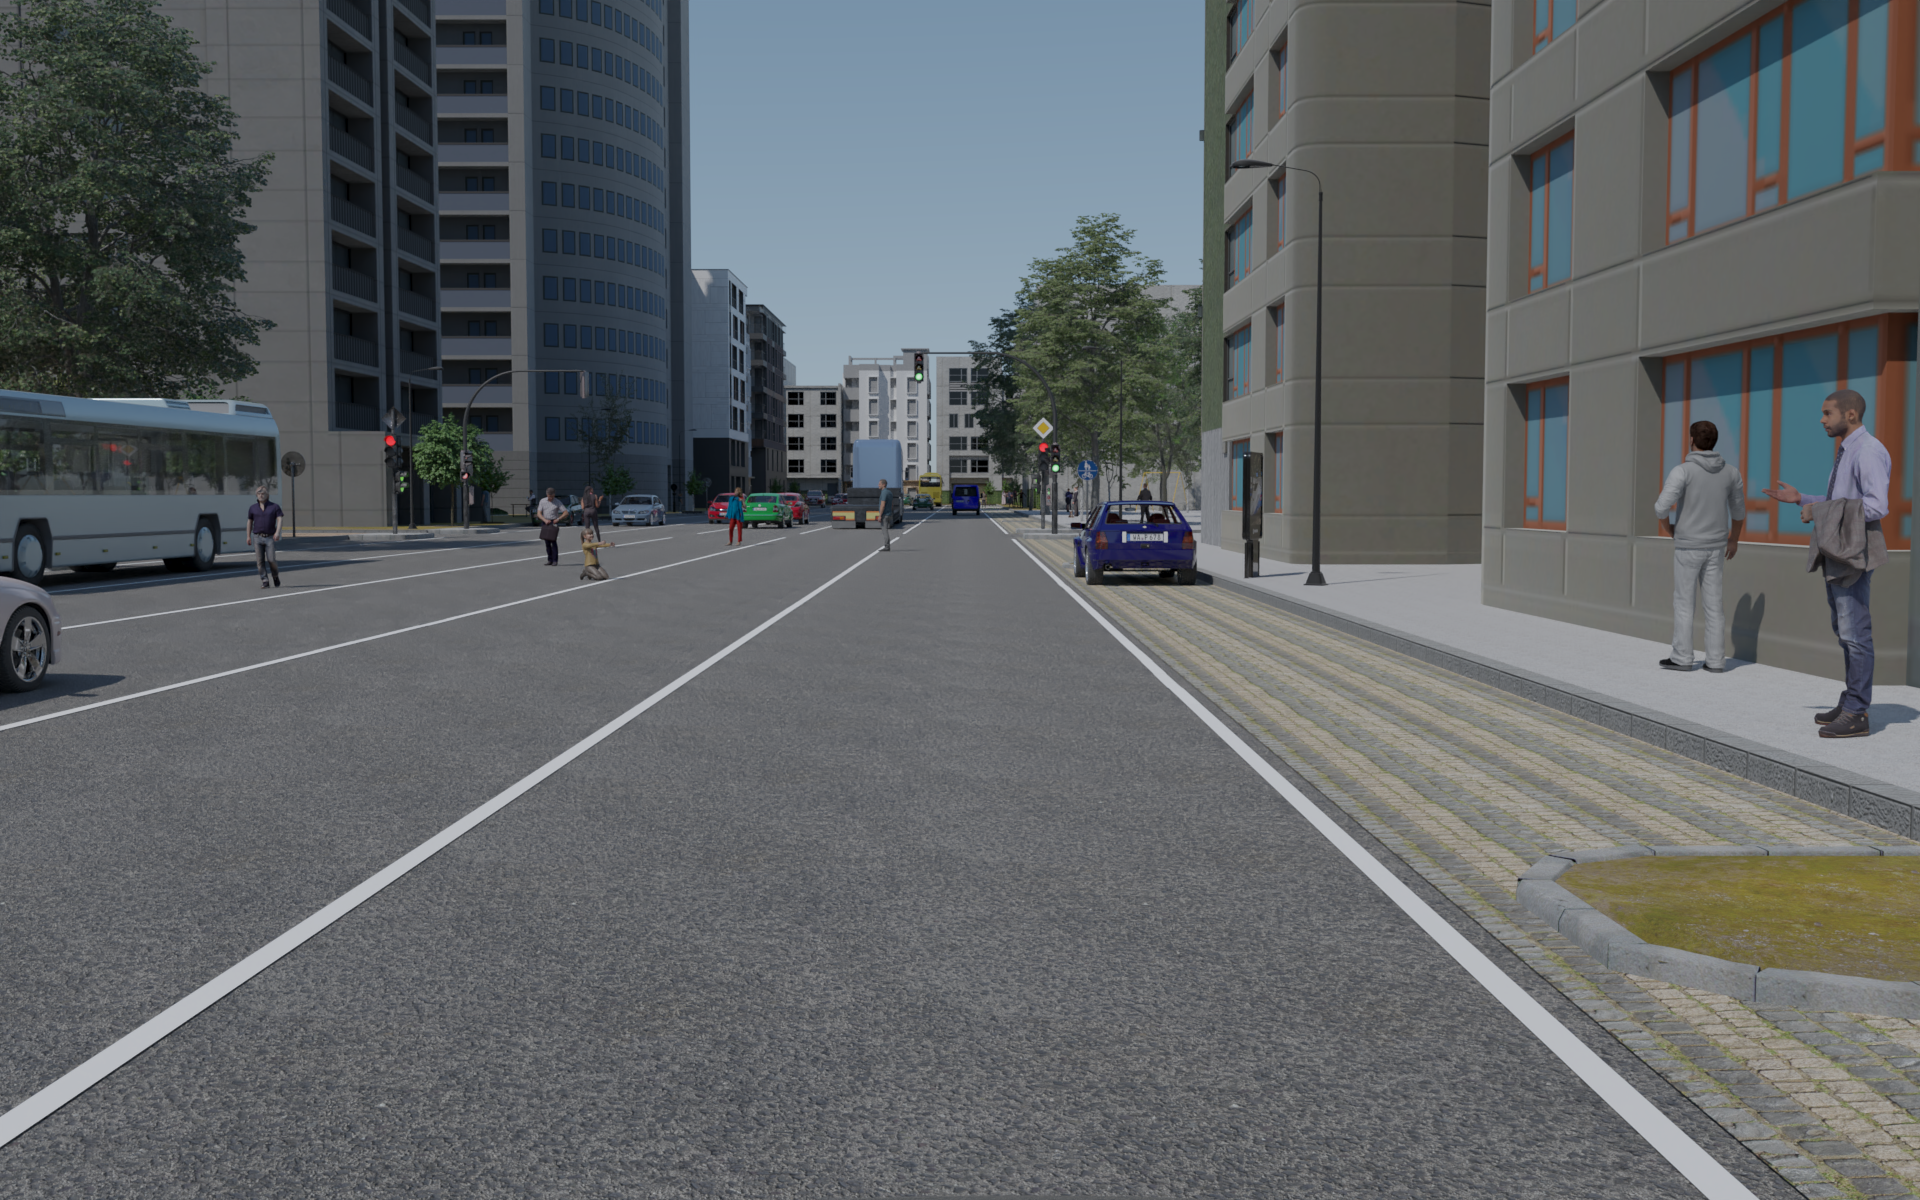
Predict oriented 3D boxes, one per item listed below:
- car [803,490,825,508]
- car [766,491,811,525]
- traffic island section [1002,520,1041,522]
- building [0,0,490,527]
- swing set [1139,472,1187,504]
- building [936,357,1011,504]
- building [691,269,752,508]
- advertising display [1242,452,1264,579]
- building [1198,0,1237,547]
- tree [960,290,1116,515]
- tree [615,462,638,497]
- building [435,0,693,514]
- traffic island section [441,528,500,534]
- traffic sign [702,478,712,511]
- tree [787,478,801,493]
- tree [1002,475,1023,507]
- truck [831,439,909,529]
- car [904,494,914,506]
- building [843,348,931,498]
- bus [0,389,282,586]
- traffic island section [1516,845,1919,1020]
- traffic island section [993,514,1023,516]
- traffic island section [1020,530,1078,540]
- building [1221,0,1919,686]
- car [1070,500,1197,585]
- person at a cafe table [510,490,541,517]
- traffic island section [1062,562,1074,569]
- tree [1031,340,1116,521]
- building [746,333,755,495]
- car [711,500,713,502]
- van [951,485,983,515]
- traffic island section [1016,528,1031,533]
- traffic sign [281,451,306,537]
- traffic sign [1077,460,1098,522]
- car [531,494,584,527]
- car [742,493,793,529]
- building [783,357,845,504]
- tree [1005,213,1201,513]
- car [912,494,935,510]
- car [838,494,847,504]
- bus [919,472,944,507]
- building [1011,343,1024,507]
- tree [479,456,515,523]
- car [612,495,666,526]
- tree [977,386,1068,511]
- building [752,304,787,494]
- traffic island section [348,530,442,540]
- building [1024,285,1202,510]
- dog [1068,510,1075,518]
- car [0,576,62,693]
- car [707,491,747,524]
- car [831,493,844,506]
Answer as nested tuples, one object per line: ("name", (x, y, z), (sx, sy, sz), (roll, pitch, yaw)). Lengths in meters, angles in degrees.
("car", (-15.080, -10.469, 179.835), (2.281, 1.827, 5.304), (0, 4, -2))
("car", (-8.175, -4.475, 82.211), (2.155, 1.783, 4.494), (0, 3, 0))
("traffic island section", (3.128, -3.996, 88.207), (1.991, 0.108, 1.994), (0, 3, 0))
("building", (-32.591, -38.998, 75.869), (20.563, 71.187, 20.611), (0, 3, 0))
("swing set", (14.414, -7.754, 124.394), (3.119, 2.851, 2.862), (2, 4, 34))
("building", (12.714, -22.295, 230.988), (31.486, 18.905, 16.747), (0, 3, 0))
("building", (-34.921, -19.036, 155.219), (27.936, 21.610, 32.646), (0, 3, 0))
("advertising display", (4.510, -1.313, 26.684), (0.123, 1.923, 0.974), (1, 4, 21))
("building", (13.360, -16.820, 46.711), (14.160, 30.474, 14.107), (0, 3, 0))
("tree", (5.113, -12.164, 105.537), (9.857, 13.997, 8.962), (0, 3, 0))
("tree", (-20.557, -6.829, 106.250), (1.663, 3.219, 1.824), (0, 3, 0))
("building", (-31.674, -35.461, 121.785), (21.231, 58.520, 28.212), (0, 3, 0))
("traffic island section", (-18.134, -2.527, 63.594), (2.009, 0.180, 2.903), (0, 3, 0))
("traffic sign", (-19.668, -8.216, 134.434), (0.768, 2.556, 0.104), (0, 4, 4))
("tree", (-20.025, -13.084, 208.519), (1.663, 3.219, 1.824), (0, 3, 0))
("tree", (5.235, -10.591, 167.759), (1.663, 3.219, 1.824), (0, 3, 0))
("truck", (-4.060, -5.486, 79.457), (2.967, 4.110, 18.799), (0, 4, 0))
("car", (-6.646, -12.039, 208.628), (2.131, 1.459, 4.920), (0, 4, 2))
("building", (-9.663, -22.903, 230.884), (11.380, 20.091, 16.016), (0, 3, 0))
("bus", (-15.130, -2.069, 28.691), (2.948, 3.499, 13.247), (0, 4, 0))
("traffic island section", (2.934, 1.052, 5.662), (1.991, 0.108, 1.994), (0, 3, 0))
("traffic island section", (3.179, -5.656, 115.343), (1.991, 0.108, 1.994), (0, 3, 0))
("traffic island section", (3.050, -2.035, 55.558), (2.009, 0.180, 2.903), (0, 3, 0))
("building", (19.889, -11.027, 25.331), (27.650, 21.520, 28.899), (0, 3, 0))
("car", (2.820, -0.969, 28.422), (1.945, 1.354, 3.894), (0, 4, -1))
("person at a cafe table", (-24.195, -5.379, 96.454), (1.622, 1.524, 1.698), (-1, 4, -16))
("traffic island section", (2.997, -0.658, 33.620), (1.991, 0.108, 1.994), (0, 3, 0))
("tree", (5.471, -7.982, 80.872), (4.360, 8.622, 3.978), (0, 3, 0))
("building", (-29.459, -19.621, 177.225), (16.016, 20.091, 11.380), (0, 3, 0))
("car", (-15.249, -6.332, 113.320), (2.009, 1.686, 4.222), (0, 4, -1))
("van", (0.437, -6.966, 118.272), (2.240, 2.365, 5.245), (0, 4, 1))
("traffic island section", (3.068, -2.524, 63.543), (2.009, 0.180, 2.903), (0, 3, 0))
("traffic sign", (-19.830, -3.143, 51.501), (0.768, 2.556, 0.104), (0, 4, 5))
("traffic sign", (4.754, -3.947, 64.643), (0.768, 2.556, 0.104), (0, 4, 8))
("car", (-17.957, -4.136, 77.407), (2.009, 1.686, 4.222), (0, 4, -1))
("car", (-8.122, -3.930, 73.044), (1.959, 1.807, 4.718), (0, 4, 2))
("building", (-31.095, -22.319, 231.378), (31.486, 18.905, 16.747), (0, 3, 0))
("tree", (5.324, -9.303, 70.235), (7.486, 12.596, 7.792), (0, 3, 0))
("car", (-3.270, -8.687, 153.836), (2.131, 1.459, 4.920), (0, 4, 0))
("car", (-7.223, -6.613, 117.169), (2.155, 1.783, 4.494), (0, 4, 0))
("bus", (-3.284, -12.592, 197.431), (2.896, 3.916, 12.252), (0, 3, 0))
("building", (14.585, -19.598, 186.885), (16.747, 18.905, 31.486), (0, 3, 0))
("tree", (-20.643, -4.979, 76.005), (1.663, 3.219, 1.824), (0, 3, 0))
("car", (-14.459, -4.048, 78.185), (2.014, 1.417, 4.499), (0, 4, 2))
("tree", (5.491, -12.164, 133.297), (8.767, 10.594, 7.601), (-1, 4, -8))
("building", (-37.384, -21.798, 200.372), (32.646, 21.610, 27.936), (0, 3, 0))
("traffic island section", (-18.151, -2.038, 55.609), (2.009, 0.180, 2.903), (0, 3, 0))
("building", (14.920, -17.648, 155.002), (16.747, 18.905, 31.486), (0, 3, 0))
("dog", (6.068, -4.630, 93.438), (0.550, 0.427, 0.748), (2, 4, 30))
("car", (-7.654, 0.079, 11.069), (2.083, 1.381, 4.827), (0, 3, 0))
("car", (-11.166, -4.610, 84.412), (2.155, 1.783, 4.494), (0, 4, 0))
("car", (-11.250, -9.583, 165.715), (2.155, 1.783, 4.494), (0, 4, 1))
